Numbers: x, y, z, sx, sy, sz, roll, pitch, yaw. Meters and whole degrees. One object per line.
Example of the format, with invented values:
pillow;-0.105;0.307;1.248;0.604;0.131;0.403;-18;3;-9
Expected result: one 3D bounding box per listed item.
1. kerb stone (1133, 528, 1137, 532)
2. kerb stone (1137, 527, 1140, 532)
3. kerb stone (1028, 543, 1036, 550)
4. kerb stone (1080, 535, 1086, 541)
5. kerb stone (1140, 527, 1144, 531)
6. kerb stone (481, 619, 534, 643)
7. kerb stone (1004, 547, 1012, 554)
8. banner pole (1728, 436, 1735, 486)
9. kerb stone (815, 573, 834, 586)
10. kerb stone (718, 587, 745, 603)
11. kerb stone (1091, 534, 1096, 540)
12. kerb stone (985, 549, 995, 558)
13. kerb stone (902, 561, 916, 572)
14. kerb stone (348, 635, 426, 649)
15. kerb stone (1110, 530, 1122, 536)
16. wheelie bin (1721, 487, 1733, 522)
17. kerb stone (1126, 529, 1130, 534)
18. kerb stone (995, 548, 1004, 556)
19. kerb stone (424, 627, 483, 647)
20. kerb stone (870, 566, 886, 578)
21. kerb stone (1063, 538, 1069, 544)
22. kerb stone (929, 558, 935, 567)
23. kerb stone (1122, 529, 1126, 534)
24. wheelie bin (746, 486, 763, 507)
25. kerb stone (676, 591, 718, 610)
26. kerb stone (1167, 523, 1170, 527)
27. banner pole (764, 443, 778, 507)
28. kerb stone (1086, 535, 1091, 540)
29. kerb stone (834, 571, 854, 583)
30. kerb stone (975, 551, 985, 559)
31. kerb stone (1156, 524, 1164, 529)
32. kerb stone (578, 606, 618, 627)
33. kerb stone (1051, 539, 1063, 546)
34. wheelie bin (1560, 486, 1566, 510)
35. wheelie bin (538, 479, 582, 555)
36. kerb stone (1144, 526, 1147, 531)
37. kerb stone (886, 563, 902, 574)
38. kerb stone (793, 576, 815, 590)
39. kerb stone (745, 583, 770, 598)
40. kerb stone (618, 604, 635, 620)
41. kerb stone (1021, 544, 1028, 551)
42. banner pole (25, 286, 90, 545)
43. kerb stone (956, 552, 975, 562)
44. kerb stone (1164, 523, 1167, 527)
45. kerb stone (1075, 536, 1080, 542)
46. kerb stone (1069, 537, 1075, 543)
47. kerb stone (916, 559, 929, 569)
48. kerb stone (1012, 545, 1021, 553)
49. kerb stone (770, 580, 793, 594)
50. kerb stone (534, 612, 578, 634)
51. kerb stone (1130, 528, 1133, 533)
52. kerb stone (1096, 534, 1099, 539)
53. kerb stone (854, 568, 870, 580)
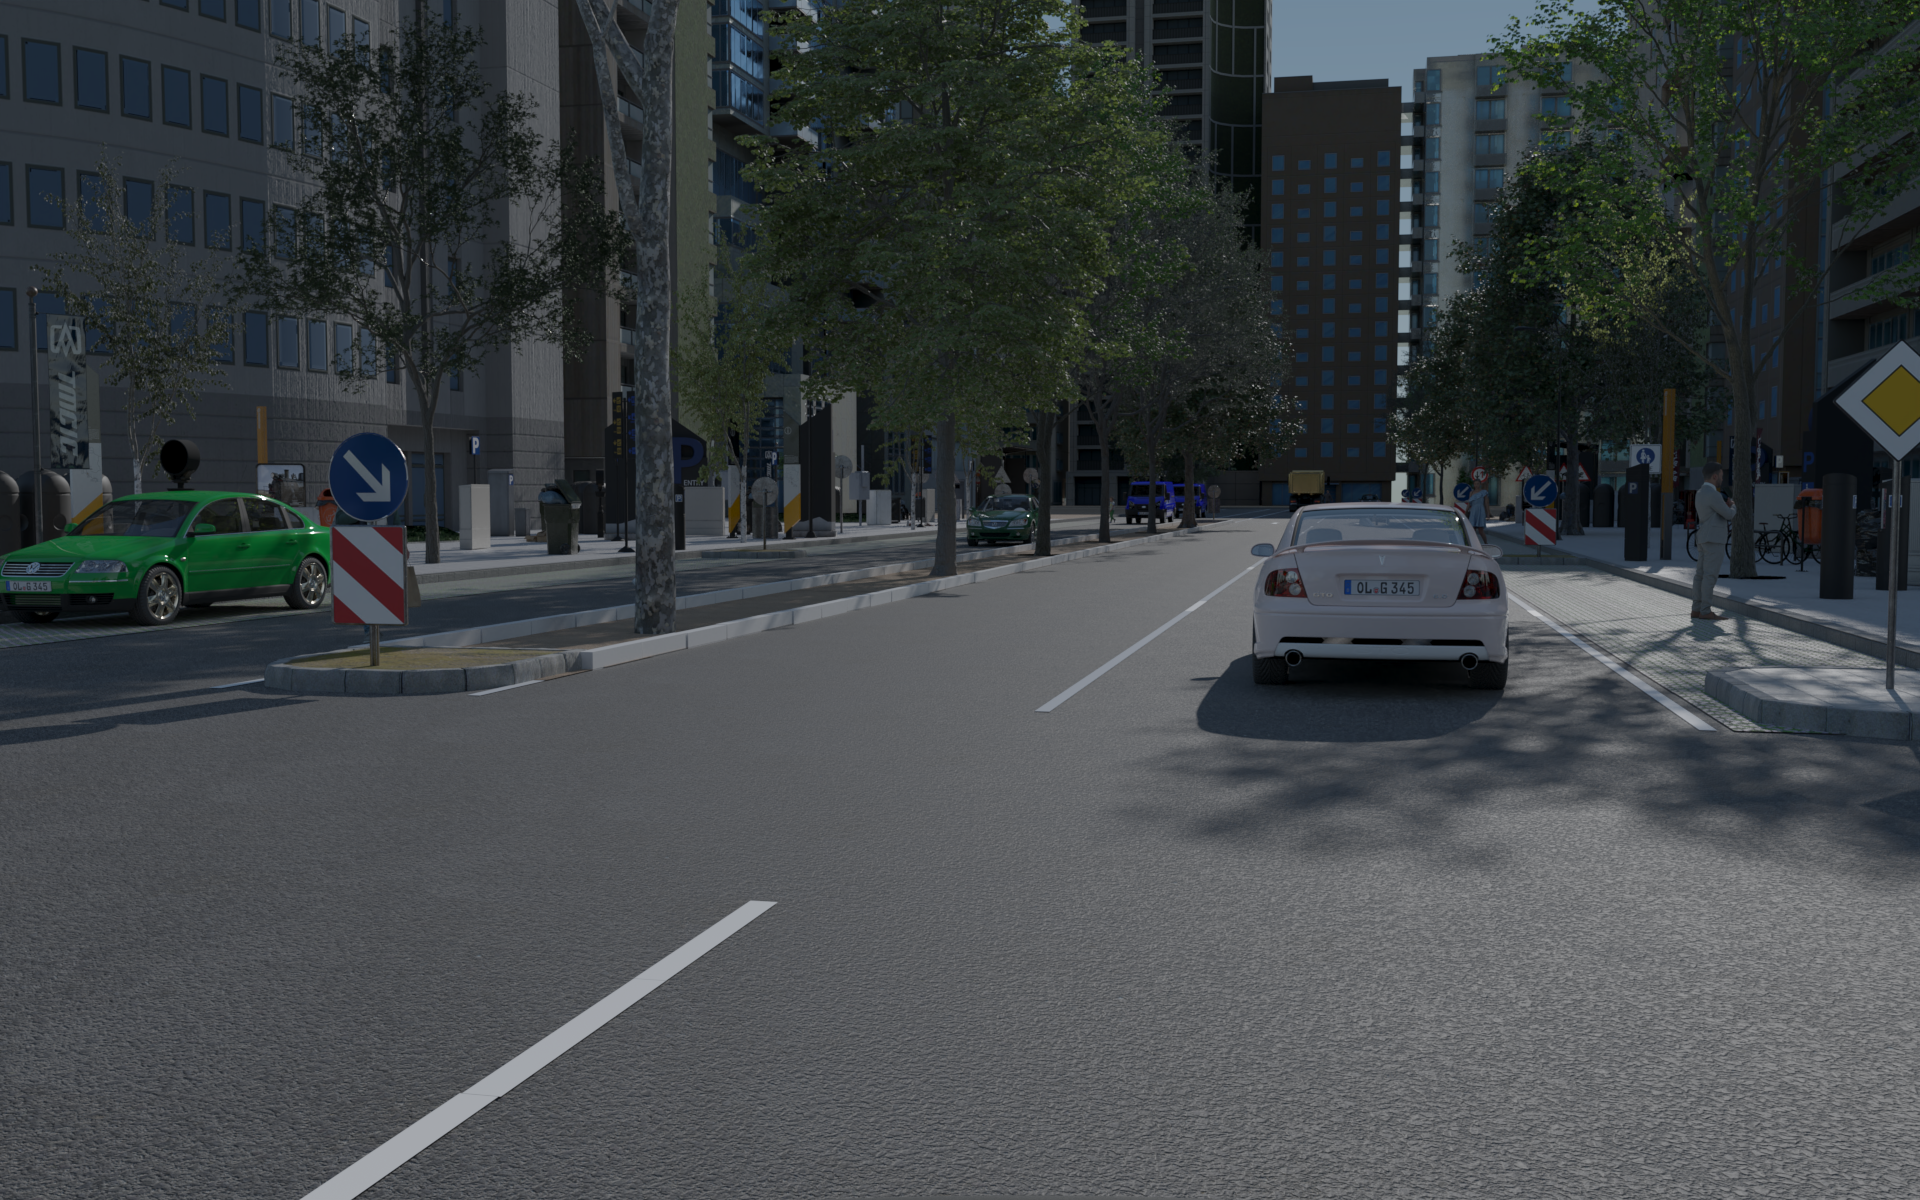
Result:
kerb stone;6.323;-2.558;64.011;0.120;0.150;1.000;1;4;13
kerb stone;6.554;-2.616;65.014;0.120;0.150;1.000;1;4;13
kerb stone;1.717;-1.335;44.035;0.120;0.150;1.000;1;4;13
kerb stone;3.563;-1.822;52.030;0.120;0.150;1.000;1;4;13
kerb stone;6.787;-2.680;66.017;0.120;0.150;1.000;1;4;13
kerb stone;-4.510;0.315;17.048;0.120;0.150;1.000;1;4;13
kerb stone;1.021;-1.152;41.039;0.120;0.150;1.000;1;4;13
banner pole;29.433;-4.610;65.383;0.863;3.779;0.401;1;4;12
kerb stone;-2.209;-0.296;27.044;0.120;0.150;1.000;1;4;13
kerb stone;-3.131;-0.050;23.053;0.120;0.150;1.000;1;4;13
kerb stone;4.028;-1.947;54.021;0.120;0.150;1.000;1;4;13
kerb stone;0.561;-1.030;39.045;0.120;0.150;1.000;1;4;13
kerb stone;-1.053;-0.601;32.047;0.120;0.150;1.000;1;4;13
kerb stone;-4.974;0.440;15.031;0.120;0.150;1.000;1;4;13
kerb stone;5.403;-2.313;60.017;0.120;0.150;1.000;1;4;13
wheelie bin;35.339;-4.408;79.985;0.980;1.594;0.693;-3;5;-43
kerb stone;5.870;-2.436;62.017;0.120;0.150;1.000;1;4;13
kerb stone;0.790;-1.091;40.041;0.120;0.150;1.000;1;4;13
kerb stone;-4.742;0.379;16.041;0.120;0.150;1.000;1;4;13
kerb stone;-1.513;-0.481;30.052;0.120;0.150;1.000;1;4;13
kerb stone;2.873;-1.638;49.029;0.120;0.150;1.000;1;4;13
kerb stone;-0.580;-0.725;34.047;0.120;0.150;1.000;1;4;13
kerb stone;5.625;-2.372;61.023;0.120;0.150;1.000;1;4;13
wheelie bin;-8.083;-3.660;67.744;0.693;1.594;0.980;-3;5;-40
kerb stone;-3.355;0.013;22.051;0.120;0.150;1.000;1;4;13
kerb stone;8.868;-3.229;74.997;0.120;0.150;1.000;1;4;13
banner pole;-9.123;-5.756;84.133;0.863;3.779;0.401;-2;4;-27
kerb stone;3.796;-1.885;53.026;0.120;0.150;1.000;1;4;13
kerb stone;-1.962;-0.358;28.047;0.120;0.150;1.000;1;4;13
kerb stone;0.332;-0.970;38.048;0.120;0.150;1.000;1;4;13
kerb stone;8.397;-3.107;72.994;0.120;0.150;1.000;1;4;13
kerb stone;-4.049;0.196;19.044;0.120;0.150;1.000;1;4;13
kerb stone;2.639;-1.580;48.027;0.120;0.150;1.000;1;4;13
wheelie bin;24.492;-3.759;69.364;0.980;1.594;0.693;0;4;4
wheelie bin;-8.470;-1.765;36.766;0.693;1.594;0.980;0;4;7
kerb stone;7.019;-2.741;67.012;0.120;0.150;1.000;1;4;13
kerb stone;-1.277;-0.541;31.047;0.120;0.150;1.000;1;4;13
kerb stone;-2.427;-0.235;26.041;0.120;0.150;1.000;1;4;13
kerb stone;-2.890;-0.109;24.046;0.120;0.150;1.000;1;4;13
kerb stone;-3.816;0.134;20.052;0.120;0.150;1.000;1;4;13
kerb stone;1.486;-1.274;43.040;0.120;0.150;1.000;1;4;13
banner pole;-11.043;-1.905;21.158;0.401;3.779;0.863;3;4;38
kerb stone;0.109;-0.908;37.051;0.120;0.150;1.000;1;4;13
kerb stone;8.632;-3.168;73.990;0.120;0.150;1.000;1;4;13
kerb stone;3.335;-1.764;51.034;0.120;0.150;1.000;1;4;13
kerb stone;3.103;-1.703;50.038;0.120;0.150;1.000;1;4;13
kerb stone;-0.816;-0.660;33.043;0.120;0.150;1.000;1;4;13
kerb stone;1.255;-1.214;42.044;0.120;0.150;1.000;1;4;13
kerb stone;-2.666;-0.174;25.043;0.120;0.150;1.000;1;4;13
kerb stone;-4.287;0.254;18.045;0.120;0.150;1.000;1;4;13
kerb stone;6.092;-2.497;63.015;0.120;0.150;1.000;1;4;13
kerb stone;4.254;-2.008;55.018;0.120;0.150;1.000;1;4;13
kerb stone;-1.743;-0.414;29.051;0.120;0.150;1.000;1;4;13
